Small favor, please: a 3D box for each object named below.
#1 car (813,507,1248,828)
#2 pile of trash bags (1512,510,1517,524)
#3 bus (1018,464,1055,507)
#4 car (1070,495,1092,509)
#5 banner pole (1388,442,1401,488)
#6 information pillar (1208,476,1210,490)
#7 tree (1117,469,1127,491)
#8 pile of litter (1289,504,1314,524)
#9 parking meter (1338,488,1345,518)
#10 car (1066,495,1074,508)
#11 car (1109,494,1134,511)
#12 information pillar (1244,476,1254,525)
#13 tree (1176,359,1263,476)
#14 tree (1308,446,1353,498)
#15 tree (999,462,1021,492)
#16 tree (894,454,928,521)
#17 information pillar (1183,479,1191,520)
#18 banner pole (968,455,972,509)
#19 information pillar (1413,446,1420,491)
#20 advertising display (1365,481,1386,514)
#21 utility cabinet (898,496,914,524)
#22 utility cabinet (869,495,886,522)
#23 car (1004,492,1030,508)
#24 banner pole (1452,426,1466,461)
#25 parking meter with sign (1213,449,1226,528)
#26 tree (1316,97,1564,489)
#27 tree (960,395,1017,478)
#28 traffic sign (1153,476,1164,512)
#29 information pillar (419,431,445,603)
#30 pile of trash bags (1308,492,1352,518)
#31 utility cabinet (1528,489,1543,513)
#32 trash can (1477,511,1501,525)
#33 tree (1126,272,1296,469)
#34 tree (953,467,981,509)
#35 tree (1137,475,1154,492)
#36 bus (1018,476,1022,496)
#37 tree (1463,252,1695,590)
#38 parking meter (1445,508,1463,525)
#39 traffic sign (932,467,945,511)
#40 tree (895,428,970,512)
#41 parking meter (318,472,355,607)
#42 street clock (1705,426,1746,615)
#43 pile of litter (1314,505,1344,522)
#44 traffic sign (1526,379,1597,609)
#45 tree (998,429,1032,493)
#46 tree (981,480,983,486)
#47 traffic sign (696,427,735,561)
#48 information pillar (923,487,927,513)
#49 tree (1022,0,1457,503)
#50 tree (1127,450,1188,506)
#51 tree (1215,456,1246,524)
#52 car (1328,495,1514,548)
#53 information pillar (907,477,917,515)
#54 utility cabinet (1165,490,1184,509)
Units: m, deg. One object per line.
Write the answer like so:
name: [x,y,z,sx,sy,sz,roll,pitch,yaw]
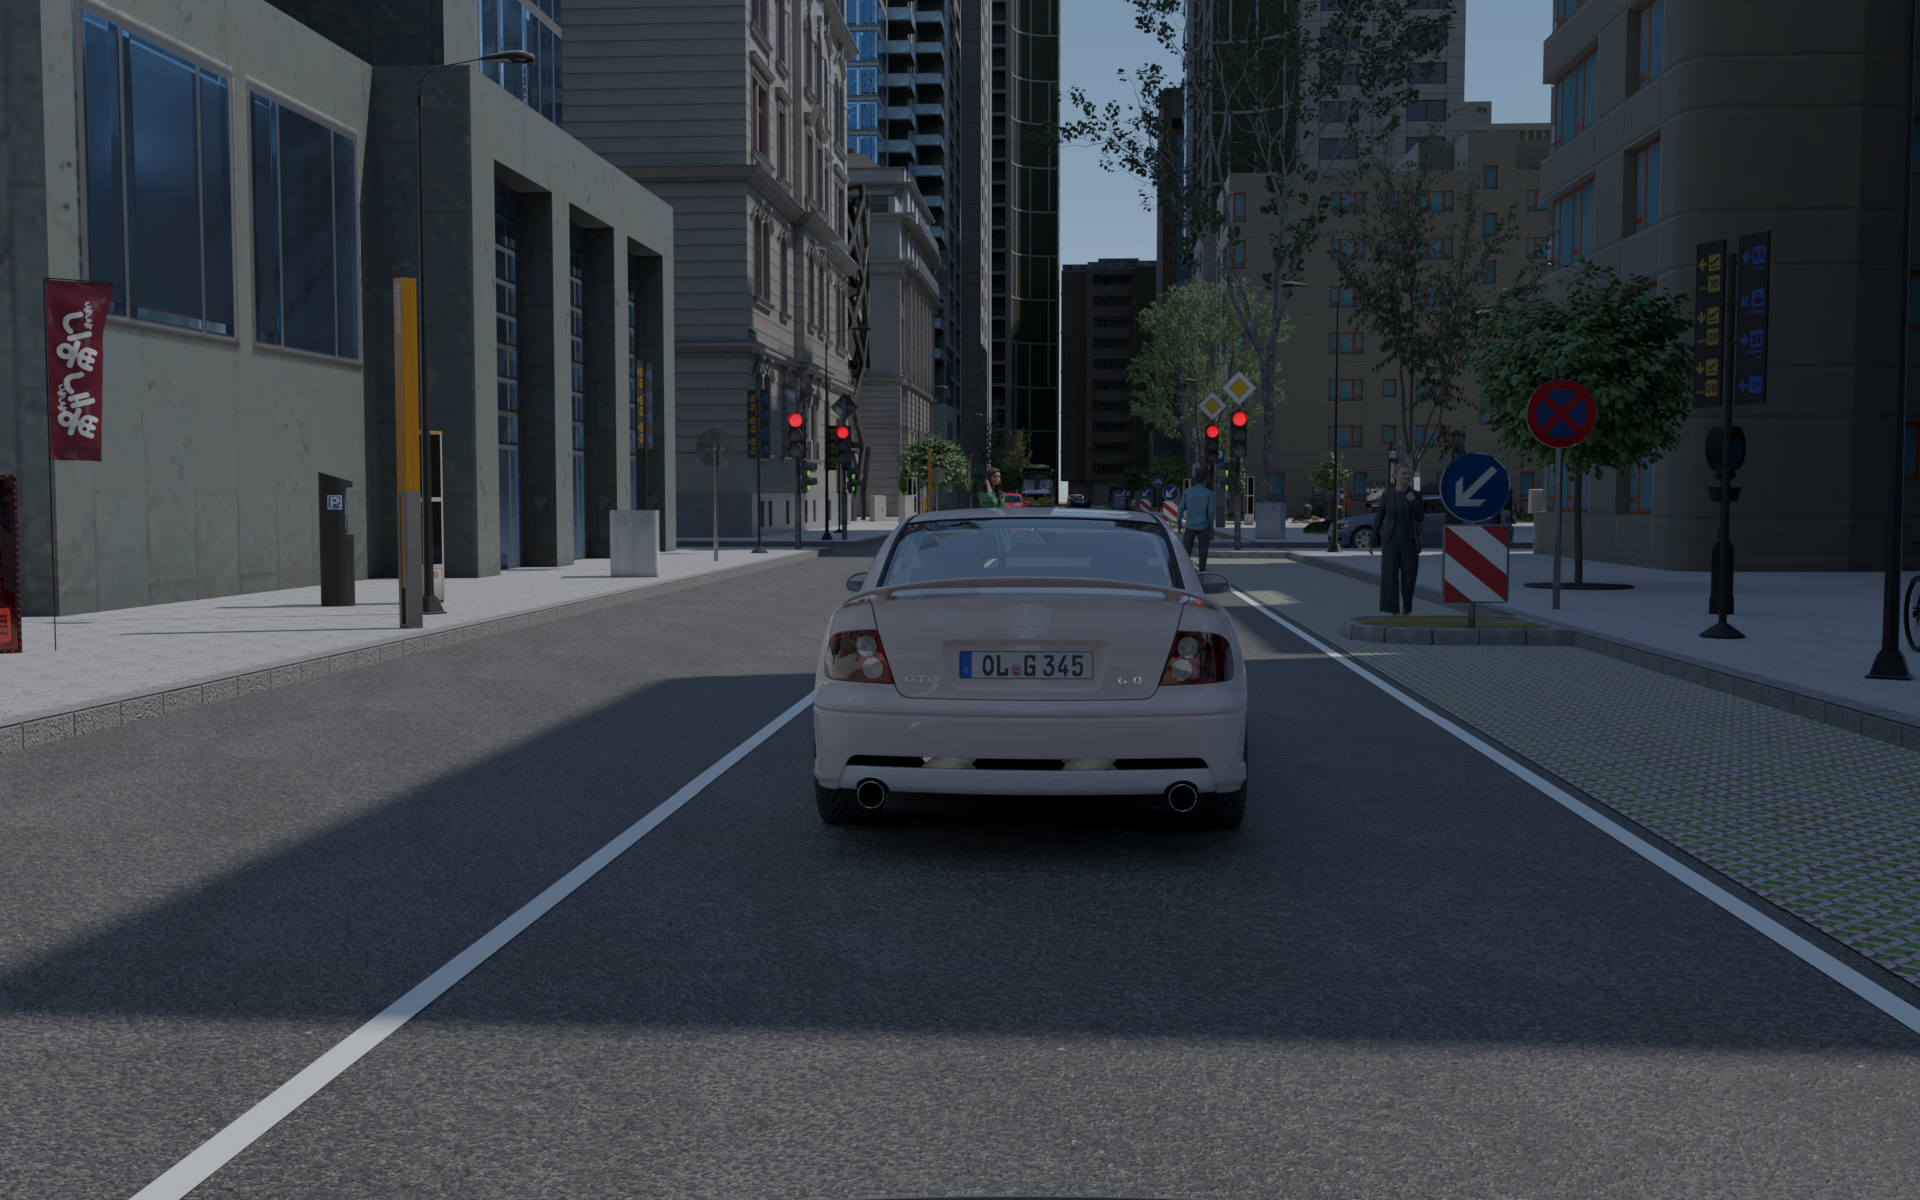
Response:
car: [0.385,0.214,8.856,2.083,1.381,4.827,0,4,3]
pile of trash bags: [21.925,-3.937,74.124,3.447,1.369,1.912,0,4,-4]
bus: [6.681,-9.525,147.285,2.896,3.916,12.252,0,4,4]
car: [10.525,-8.482,151.255,1.945,1.354,3.894,0,4,6]
banner pole: [20.875,-5.693,83.095,0.401,3.779,0.863,-3,5,-40]
information pillar: [10.419,-4.152,72.385,0.304,2.012,0.304,2,4,34]
tree: [19.200,-12.773,192.556,4.285,4.588,4.351,0,3,0]
pile of litter: [15.273,-3.784,75.829,1.719,0.858,1.176,1,4,11]
parking meter: [15.968,-3.933,72.722,0.372,1.533,0.369,0,3,0]
car: [11.715,-9.938,174.842,2.083,1.381,4.827,0,4,3]
car: [13.004,-7.769,139.019,2.014,1.417,4.499,0,4,4]
information pillar: [11.935,-4.095,71.448,0.304,2.012,0.304,-1,4,-12]
tree: [13.368,-8.571,90.501,4.737,8.622,4.395,0,3,0]
tree: [14.895,-4.628,70.267,1.663,3.219,1.824,0,3,0]
tree: [5.009,-11.948,179.070,4.285,4.588,4.351,0,3,0]
tree: [-2.508,-5.386,82.662,1.663,3.219,1.824,0,3,0]
information pillar: [11.196,-4.951,85.435,0.304,2.012,0.304,1,4,17]
banner pole: [0.633,-7.381,110.699,0.401,3.779,0.863,-1,4,-15]
information pillar: [22.201,-5.681,84.236,0.504,3.616,0.183,-3,4,-39]
advertising display: [20.755,-4.974,86.539,0.974,1.923,0.123,1,4,20]
utility cabinet: [-2.204,-3.664,71.062,0.306,1.237,1.020,1,4,21]
utility cabinet: [-3.834,-4.270,80.971,0.306,1.237,1.020,2,4,30]
car: [2.234,-4.441,81.645,2.155,1.783,4.494,0,4,4]
banner pole: [18.316,-4.500,63.590,0.863,3.779,0.401,-2,4,-33]
parking meter with sign: [10.001,-4.317,66.838,0.543,3.016,1.738,0,4,3]
tree: [8.703,-5.024,32.503,4.360,8.622,3.978,0,3,0]
tree: [2.199,-10.943,129.285,4.360,8.622,3.978,0,3,0]
traffic sign: [13.908,-7.432,121.626,0.768,2.556,0.104,1,4,10]
information pillar: [-6.269,-0.966,20.287,0.304,2.012,0.304,2,4,25]
pile of trash bags: [19.791,-5.032,92.029,1.912,1.369,3.447,3,5,44]
utility cabinet: [26.616,-4.319,79.289,1.173,1.500,0.318,-1,4,-15]
trash can: [11.253,-1.554,37.061,0.748,1.137,0.748,0,3,0]
tree: [11.381,-9.437,80.053,9.928,11.665,9.643,0,3,0]
tree: [0.134,-7.565,118.290,1.663,3.219,1.824,0,3,0]
tree: [16.862,-9.993,157.982,1.663,3.219,1.824,0,3,0]
bus: [7.417,-10.700,166.496,2.896,3.916,12.252,0,4,5]
tree: [8.588,-2.449,23.753,4.285,4.588,4.351,0,3,0]
parking meter: [11.499,-2.111,40.221,0.399,1.863,0.255,2,4,34]
traffic sign: [-1.082,-5.004,81.924,0.768,2.556,0.104,1,4,12]
tree: [-1.521,-6.272,86.267,4.285,4.588,4.351,0,3,0]
parking meter: [-7.137,-0.699,19.833,0.372,1.533,0.369,0,3,0]
street clock: [8.129,-0.848,18.428,0.471,2.002,0.358,-3,5,-41]
pile of litter: [14.929,-3.286,67.695,1.719,0.858,1.176,0,4,1]
traffic sign: [6.645,-1.169,19.223,0.768,2.556,0.104,0,4,4]
tree: [6.179,-14.797,192.294,4.737,8.622,4.395,0,3,0]
tree: [0.937,-7.967,124.864,1.663,3.219,1.824,0,3,0]
traffic sign: [-4.669,-2.016,33.069,0.768,2.556,0.104,1,4,10]
information pillar: [-1.933,-6.593,99.155,0.504,3.616,0.183,3,5,40]
tree: [8.904,-12.264,56.404,12.611,20.169,13.585,0,3,0]
tree: [15.395,-8.821,127.934,4.285,4.588,4.351,0,3,0]
tree: [11.747,-4.837,73.680,1.663,3.219,1.824,0,3,0]
car: [11.476,-1.913,43.272,4.499,1.417,2.014,0,4,2]
information pillar: [-2.111,-4.387,76.220,0.304,2.012,0.304,3,4,39]
utility cabinet: [13.263,-6.012,106.975,1.173,1.500,0.318,-2,4,-25]
